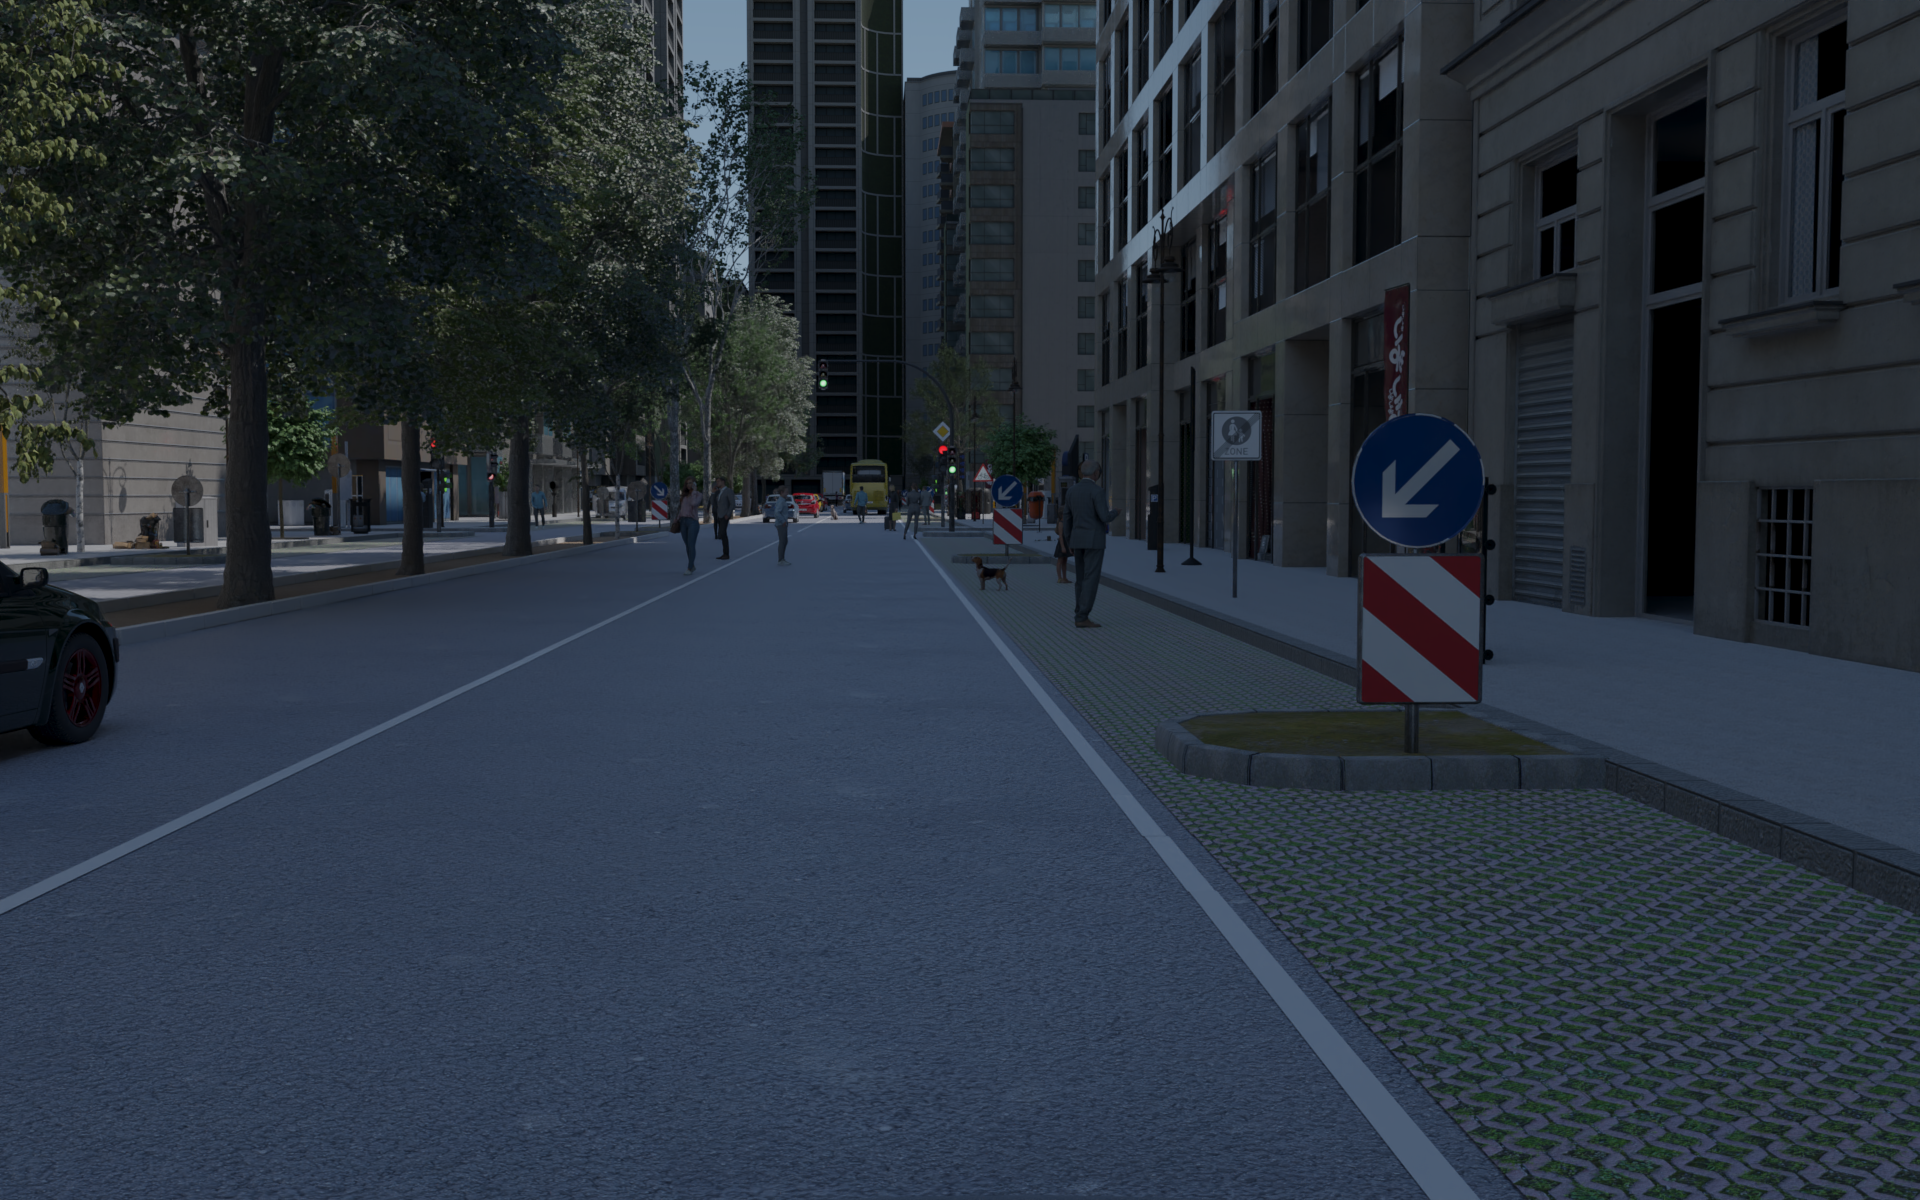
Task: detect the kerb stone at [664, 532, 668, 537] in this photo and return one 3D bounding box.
[{"bbox_3d":[-9.967,-2.181,57.856,0.120,0.150,1.000,0,4,-3],"label":"kerb stone"}]

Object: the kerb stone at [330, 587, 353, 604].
[{"bbox_3d":[-8.311,-0.050,23.015,0.120,0.150,1.000,0,4,-3],"label":"kerb stone"}]

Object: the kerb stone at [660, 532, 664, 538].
[{"bbox_3d":[-9.913,-2.118,56.831,0.120,0.150,1.000,0,4,-3],"label":"kerb stone"}]

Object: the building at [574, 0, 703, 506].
[{"bbox_3d":[-38.003,-45.681,185.144,20.563,71.187,20.611,0,4,-3],"label":"building"}]

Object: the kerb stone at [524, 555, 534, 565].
[{"bbox_3d":[-8.898,-0.797,35.327,0.120,0.150,1.000,0,4,-3],"label":"kerb stone"}]

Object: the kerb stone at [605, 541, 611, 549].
[{"bbox_3d":[-9.383,-1.428,45.551,0.120,0.150,1.000,0,4,-3],"label":"kerb stone"}]

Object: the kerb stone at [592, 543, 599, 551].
[{"bbox_3d":[-9.280,-1.303,43.509,0.120,0.150,1.000,0,4,-3],"label":"kerb stone"}]

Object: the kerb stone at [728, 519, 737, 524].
[{"bbox_3d":[-11.300,-3.903,86.036,0.120,0.150,1.000,0,4,-3],"label":"kerb stone"}]

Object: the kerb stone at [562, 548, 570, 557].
[{"bbox_3d":[-9.092,-1.051,39.424,0.120,0.150,1.000,0,4,-3],"label":"kerb stone"}]

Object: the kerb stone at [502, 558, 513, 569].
[{"bbox_3d":[-8.799,-0.678,33.280,0.120,0.150,1.000,0,4,-3],"label":"kerb stone"}]

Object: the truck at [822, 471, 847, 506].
[{"bbox_3d":[-15.431,-13.718,213.202,2.839,4.237,11.283,0,4,-2],"label":"truck"}]

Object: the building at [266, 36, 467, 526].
[{"bbox_3d":[-30.561,-26.033,75.745,14.600,45.320,14.200,0,4,-3],"label":"building"}]

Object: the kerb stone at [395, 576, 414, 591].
[{"bbox_3d":[-8.460,-0.239,26.101,0.120,0.150,1.000,0,4,-3],"label":"kerb stone"}]

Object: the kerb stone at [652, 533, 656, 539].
[{"bbox_3d":[-9.821,-1.993,54.784,0.120,0.150,1.000,0,4,-3],"label":"kerb stone"}]

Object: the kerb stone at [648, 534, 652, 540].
[{"bbox_3d":[-9.765,-1.931,53.764,0.120,0.150,1.000,0,4,-3],"label":"kerb stone"}]

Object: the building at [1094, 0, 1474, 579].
[{"bbox_3d":[14.785,-14.377,39.582,19.350,26.468,34.151,0,4,-3],"label":"building"}]

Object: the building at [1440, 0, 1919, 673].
[{"bbox_3d":[14.337,-10.661,7.587,16.112,22.955,30.059,0,4,-3],"label":"building"}]

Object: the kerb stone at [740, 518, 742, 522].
[{"bbox_3d":[-11.444,-4.087,89.108,0.120,0.150,1.000,0,4,-3],"label":"kerb stone"}]

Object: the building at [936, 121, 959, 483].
[{"bbox_3d":[8.465,-33.469,201.841,22.147,44.769,28.867,0,4,-3],"label":"building"}]

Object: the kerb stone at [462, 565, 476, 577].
[{"bbox_3d":[-8.660,-0.489,30.199,0.120,0.150,1.000,0,4,-3],"label":"kerb stone"}]

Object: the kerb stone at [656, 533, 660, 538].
[{"bbox_3d":[-9.876,-2.055,55.807,0.120,0.150,1.000,0,4,-3],"label":"kerb stone"}]

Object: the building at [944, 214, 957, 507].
[{"bbox_3d":[5.283,-25.013,180.656,14.160,30.474,14.107,0,4,-3],"label":"building"}]

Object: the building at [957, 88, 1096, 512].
[{"bbox_3d":[7.348,-21.750,127.314,14.160,30.474,14.107,0,4,-3],"label":"building"}]

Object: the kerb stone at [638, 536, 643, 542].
[{"bbox_3d":[-9.669,-1.804,51.709,0.120,0.150,1.000,0,4,-3],"label":"kerb stone"}]

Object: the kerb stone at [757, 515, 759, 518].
[{"bbox_3d":[-12.028,-4.846,101.421,0.120,0.150,1.000,0,4,-3],"label":"kerb stone"}]

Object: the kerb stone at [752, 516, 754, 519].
[{"bbox_3d":[-11.829,-4.594,97.311,0.120,0.150,1.000,0,4,-3],"label":"kerb stone"}]

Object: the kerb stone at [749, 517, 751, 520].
[{"bbox_3d":[-11.747,-4.469,95.262,0.120,0.150,1.000,0,4,-3],"label":"kerb stone"}]

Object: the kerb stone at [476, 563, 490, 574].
[{"bbox_3d":[-8.703,-0.553,31.231,0.120,0.150,1.000,0,4,-3],"label":"kerb stone"}]

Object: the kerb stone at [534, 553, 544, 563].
[{"bbox_3d":[-8.948,-0.862,36.347,0.120,0.150,1.000,0,4,-3],"label":"kerb stone"}]

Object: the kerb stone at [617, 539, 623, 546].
[{"bbox_3d":[-9.479,-1.554,47.602,0.120,0.150,1.000,0,4,-3],"label":"kerb stone"}]

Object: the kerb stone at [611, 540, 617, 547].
[{"bbox_3d":[-9.431,-1.488,46.582,0.120,0.150,1.000,0,4,-3],"label":"kerb stone"}]

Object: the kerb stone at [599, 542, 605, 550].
[{"bbox_3d":[-9.336,-1.365,44.530,0.120,0.150,1.000,0,4,-3],"label":"kerb stone"}]

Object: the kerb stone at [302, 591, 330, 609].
[{"bbox_3d":[-8.259,0.012,21.993,0.120,0.150,1.000,0,4,-3],"label":"kerb stone"}]

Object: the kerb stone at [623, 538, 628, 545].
[{"bbox_3d":[-9.531,-1.612,48.627,0.120,0.150,1.000,0,4,-3],"label":"kerb stone"}]

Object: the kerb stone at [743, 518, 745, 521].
[{"bbox_3d":[-11.548,-4.217,91.149,0.120,0.150,1.000,0,4,-3],"label":"kerb stone"}]

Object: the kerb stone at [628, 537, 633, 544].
[{"bbox_3d":[-9.572,-1.679,49.660,0.120,0.150,1.000,0,4,-3],"label":"kerb stone"}]

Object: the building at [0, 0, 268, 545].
[{"bbox_3d":[-33.317,-12.625,48.212,24.055,21.916,13.314,0,4,-3],"label":"building"}]

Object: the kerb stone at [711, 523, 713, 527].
[{"bbox_3d":[-10.720,-3.153,73.746,0.120,0.150,1.000,0,4,-3],"label":"kerb stone"}]

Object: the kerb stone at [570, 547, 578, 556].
[{"bbox_3d":[-9.138,-1.115,40.444,0.120,0.150,1.000,0,4,-3],"label":"kerb stone"}]

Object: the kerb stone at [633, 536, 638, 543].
[{"bbox_3d":[-9.619,-1.743,50.689,0.120,0.150,1.000,0,4,-3],"label":"kerb stone"}]

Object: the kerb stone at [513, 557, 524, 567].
[{"bbox_3d":[-8.851,-0.740,34.300,0.120,0.150,1.000,0,4,-3],"label":"kerb stone"}]

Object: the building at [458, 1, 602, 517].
[{"bbox_3d":[-35.472,-29.733,105.739,23.786,49.044,30.456,0,4,-3],"label":"building"}]

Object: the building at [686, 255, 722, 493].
[{"bbox_3d":[-36.743,-26.663,207.644,14.107,30.474,14.160,0,4,-3],"label":"building"}]

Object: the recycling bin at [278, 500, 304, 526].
[{"bbox_3d":[-26.810,-3.478,69.412,0.722,1.027,0.722,2,4,25],"label":"recycling bin"}]

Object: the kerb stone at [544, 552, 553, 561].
[{"bbox_3d":[-8.999,-0.925,37.372,0.120,0.150,1.000,0,4,-3],"label":"kerb stone"}]

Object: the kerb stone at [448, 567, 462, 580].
[{"bbox_3d":[-8.609,-0.424,29.178,0.120,0.150,1.000,0,4,-3],"label":"kerb stone"}]

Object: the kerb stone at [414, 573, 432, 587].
[{"bbox_3d":[-8.503,-0.301,27.122,0.120,0.150,1.000,0,4,-3],"label":"kerb stone"}]

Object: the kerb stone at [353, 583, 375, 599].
[{"bbox_3d":[-8.366,-0.113,24.038,0.120,0.150,1.000,0,4,-3],"label":"kerb stone"}]

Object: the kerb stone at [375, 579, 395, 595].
[{"bbox_3d":[-8.415,-0.176,25.071,0.120,0.150,1.000,0,4,-3],"label":"kerb stone"}]

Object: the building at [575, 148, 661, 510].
[{"bbox_3d":[-33.462,-22.988,147.550,14.160,30.474,14.107,0,4,-3],"label":"building"}]

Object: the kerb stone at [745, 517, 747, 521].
[{"bbox_3d":[-11.593,-4.280,92.183,0.120,0.150,1.000,0,4,-3],"label":"kerb stone"}]

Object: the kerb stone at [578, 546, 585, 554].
[{"bbox_3d":[-9.184,-1.179,41.465,0.120,0.150,1.000,0,4,-3],"label":"kerb stone"}]

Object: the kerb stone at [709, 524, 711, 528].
[{"bbox_3d":[-10.662,-3.088,72.724,0.120,0.150,1.000,0,4,-3],"label":"kerb stone"}]

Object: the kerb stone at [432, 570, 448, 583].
[{"bbox_3d":[-8.551,-0.364,28.156,0.120,0.150,1.000,0,4,-3],"label":"kerb stone"}]

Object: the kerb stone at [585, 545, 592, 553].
[{"bbox_3d":[-9.232,-1.241,42.488,0.120,0.150,1.000,0,4,-3],"label":"kerb stone"}]

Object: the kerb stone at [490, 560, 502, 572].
[{"bbox_3d":[-8.750,-0.614,32.252,0.120,0.150,1.000,0,4,-3],"label":"kerb stone"}]

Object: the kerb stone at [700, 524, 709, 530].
[{"bbox_3d":[-10.626,-3.027,71.702,0.120,0.150,1.000,0,4,-3],"label":"kerb stone"}]

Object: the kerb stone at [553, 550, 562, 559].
[{"bbox_3d":[-9.039,-0.986,38.394,0.120,0.150,1.000,0,4,-3],"label":"kerb stone"}]

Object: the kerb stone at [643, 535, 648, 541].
[{"bbox_3d":[-9.719,-1.868,52.737,0.120,0.150,1.000,0,4,-3],"label":"kerb stone"}]

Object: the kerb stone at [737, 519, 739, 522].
[{"bbox_3d":[-11.346,-3.962,87.057,0.120,0.150,1.000,0,4,-3],"label":"kerb stone"}]
